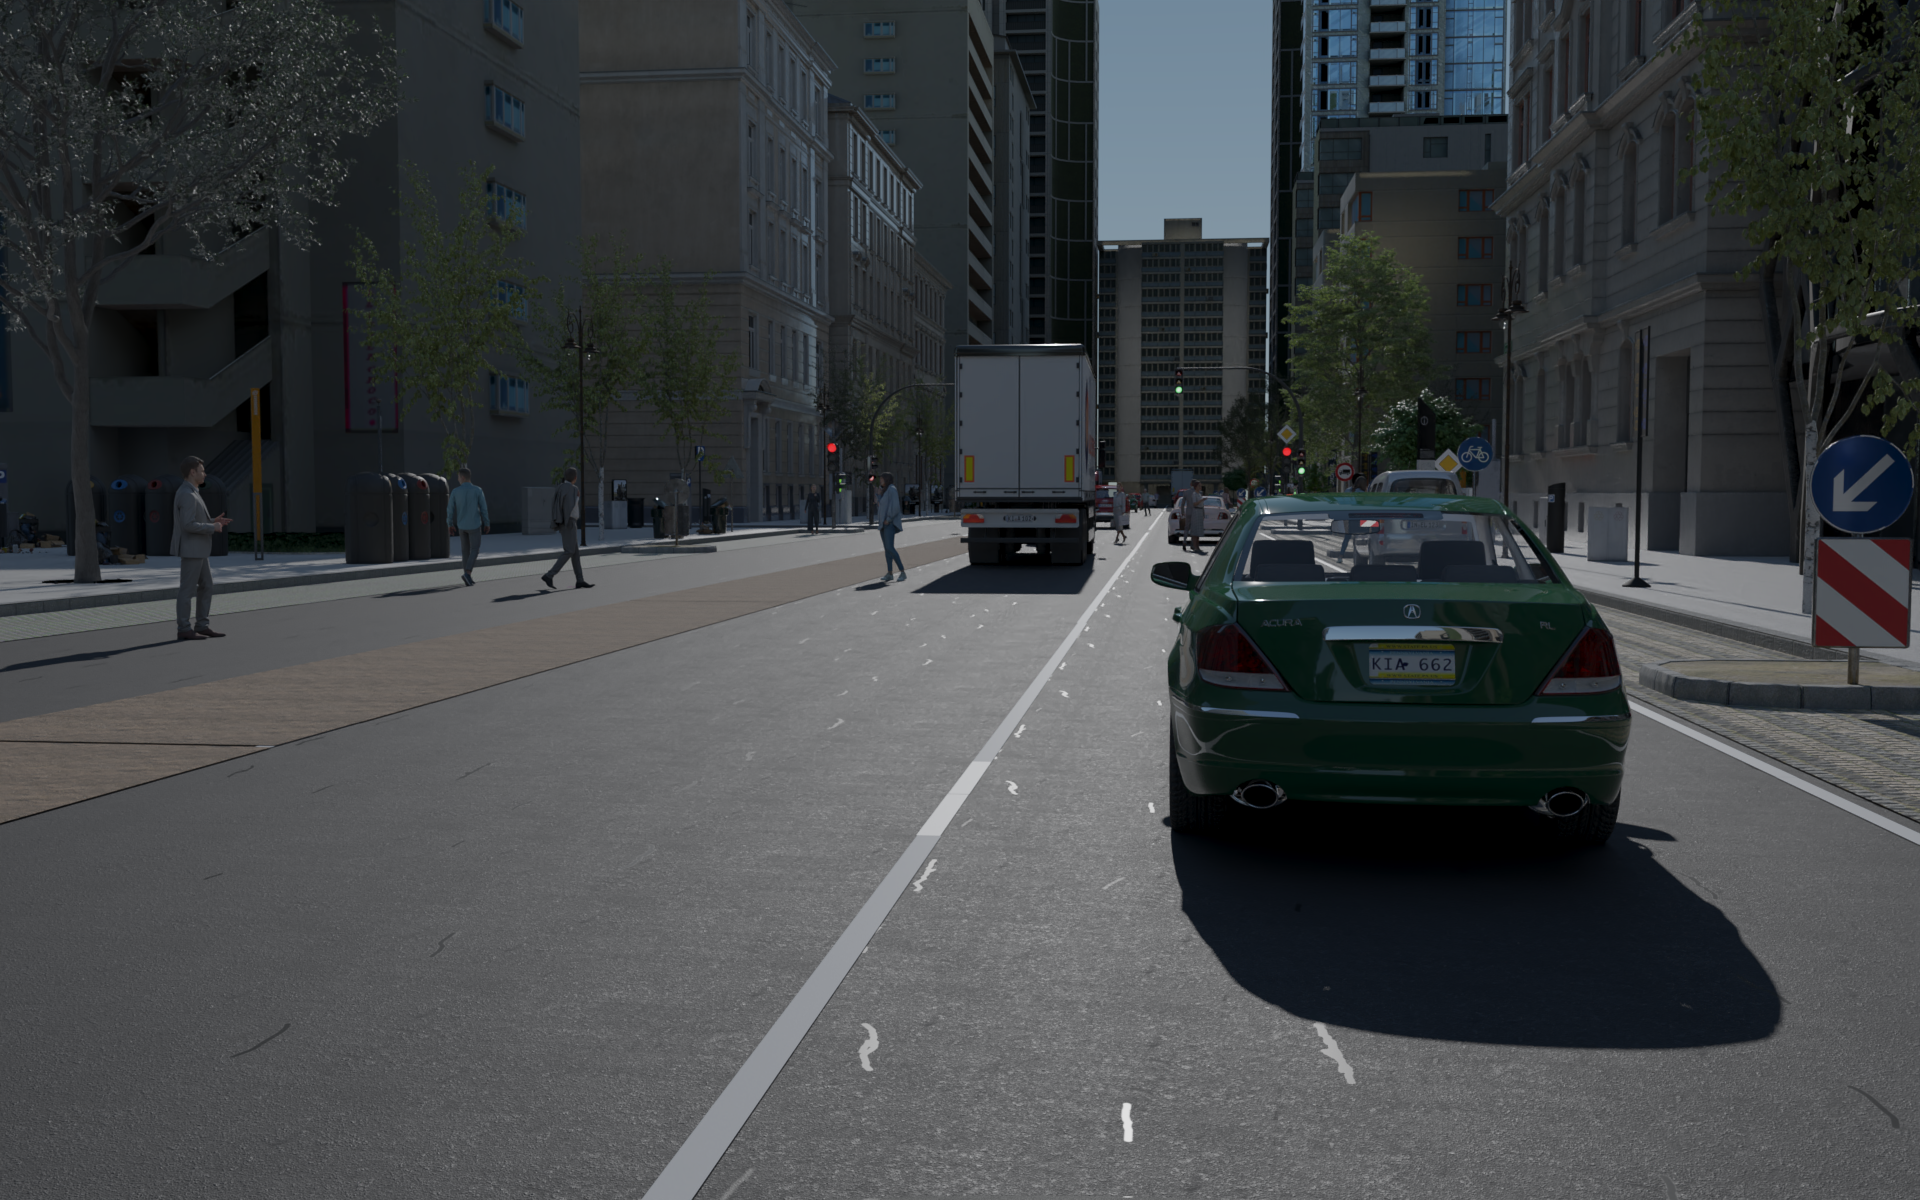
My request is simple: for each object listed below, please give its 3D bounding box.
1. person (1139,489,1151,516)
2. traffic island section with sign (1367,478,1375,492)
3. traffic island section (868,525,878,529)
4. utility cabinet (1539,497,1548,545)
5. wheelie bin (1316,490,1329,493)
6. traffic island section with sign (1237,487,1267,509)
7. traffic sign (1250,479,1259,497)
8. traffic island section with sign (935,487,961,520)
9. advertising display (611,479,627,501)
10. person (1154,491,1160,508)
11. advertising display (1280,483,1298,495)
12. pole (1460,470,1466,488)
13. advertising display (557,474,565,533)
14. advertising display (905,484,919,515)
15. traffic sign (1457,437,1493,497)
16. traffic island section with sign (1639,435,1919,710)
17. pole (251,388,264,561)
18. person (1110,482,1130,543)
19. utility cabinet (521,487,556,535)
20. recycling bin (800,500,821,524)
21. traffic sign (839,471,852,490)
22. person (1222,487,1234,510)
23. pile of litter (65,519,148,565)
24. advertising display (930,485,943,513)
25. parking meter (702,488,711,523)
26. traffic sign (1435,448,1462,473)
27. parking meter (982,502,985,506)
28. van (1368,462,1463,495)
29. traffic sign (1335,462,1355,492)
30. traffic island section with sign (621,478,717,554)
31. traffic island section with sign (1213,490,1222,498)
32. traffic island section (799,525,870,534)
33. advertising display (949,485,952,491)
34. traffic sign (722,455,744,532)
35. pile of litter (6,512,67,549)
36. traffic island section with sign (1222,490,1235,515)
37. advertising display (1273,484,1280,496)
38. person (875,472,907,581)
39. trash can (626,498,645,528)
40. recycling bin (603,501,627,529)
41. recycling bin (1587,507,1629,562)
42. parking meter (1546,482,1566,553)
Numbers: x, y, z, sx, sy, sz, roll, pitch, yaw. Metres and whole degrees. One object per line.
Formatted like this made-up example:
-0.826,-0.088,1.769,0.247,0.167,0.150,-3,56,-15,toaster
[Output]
12.079,-6.374,113.205,0.782,1.767,0.515,2,4,30,person
9.340,-1.865,39.127,1.989,1.847,2.006,0,4,7,traffic island section with sign
-3.699,-3.040,71.980,2.009,0.180,2.903,0,4,7,traffic island section
14.785,-1.975,43.455,0.306,1.237,1.020,0,4,6,utility cabinet
19.170,-5.135,91.861,0.980,1.594,0.693,0,4,-5,wheelie bin
16.204,-5.240,94.294,1.989,1.847,2.006,0,4,7,traffic island section with sign
24.106,-8.669,141.838,0.768,2.556,0.104,0,4,8,traffic sign
-0.281,-5.387,96.708,1.989,1.847,2.006,0,4,7,traffic island section with sign
-14.834,-4.294,75.416,0.123,1.923,0.974,2,4,25,advertising display
20.838,-10.640,183.398,0.756,1.711,0.436,-1,4,-14,person
19.745,-6.010,103.477,0.974,1.923,0.123,0,4,-8,advertising display
16.409,-3.834,56.524,0.158,3.312,0.155,0,3,0,pole
-13.060,-3.153,56.763,0.123,1.923,0.974,-1,4,-21,advertising display
-2.987,-6.326,108.641,0.974,1.923,0.123,1,4,13,advertising display
11.469,-2.356,38.632,0.768,2.556,0.104,1,4,11,traffic sign
6.020,-0.229,12.376,1.989,1.847,2.006,0,4,7,traffic island section with sign
-13.565,-2.421,33.422,0.158,3.312,0.155,0,3,0,pole
4.721,-2.568,50.843,0.624,1.780,0.694,-1,4,-23,person
-13.211,-2.795,54.371,0.318,1.500,1.173,2,4,34,utility cabinet
-6.503,-3.843,75.384,0.722,1.027,0.722,1,4,21,recycling bin
-5.176,-4.659,78.307,0.606,2.300,0.079,1,4,11,traffic sign
12.570,-4.450,81.845,0.643,1.750,0.593,-2,4,-35,person
-15.616,-1.100,31.951,1.176,0.858,1.719,-1,4,-15,pile of litter
-1.603,-6.951,118.868,0.974,1.923,0.123,-2,4,-33,advertising display
-11.008,-4.089,75.259,0.372,1.533,0.369,0,3,0,parking meter
12.296,-2.598,43.661,0.795,2.450,0.064,1,4,15,traffic sign
1.950,-7.982,136.211,0.399,1.863,0.255,-3,5,-41,parking meter
8.224,-1.517,31.815,2.013,2.044,4.112,0,4,7,van
15.480,-4.258,69.720,0.768,2.556,0.104,1,4,17,traffic sign
-7.048,-2.066,42.410,1.989,1.847,2.006,0,4,7,traffic island section with sign
29.146,-11.592,198.153,1.989,1.847,2.006,0,4,7,traffic island section with sign
-4.686,-2.555,64.056,2.009,0.180,2.903,0,4,7,traffic island section
-0.623,-7.138,121.917,0.123,1.923,0.974,1,4,9,advertising display
-7.671,-3.559,58.188,0.884,2.594,0.081,1,4,15,traffic sign
-22.027,-1.680,41.426,1.176,0.858,1.719,2,4,28,pile of litter
19.535,-6.876,121.043,1.989,1.847,2.006,0,4,7,traffic island section with sign
20.344,-6.404,109.924,0.974,1.923,0.123,-1,4,-17,advertising display
-1.144,-1.225,28.792,0.793,1.790,0.793,3,4,37,person
-12.205,-3.275,65.192,0.748,1.137,0.748,0,3,0,trash can
-12.648,-3.099,63.223,0.722,1.027,0.722,3,4,38,recycling bin
12.415,-1.263,33.204,0.722,1.027,0.722,1,4,20,recycling bin
13.003,-1.797,37.788,0.372,1.533,0.369,0,3,0,parking meter
